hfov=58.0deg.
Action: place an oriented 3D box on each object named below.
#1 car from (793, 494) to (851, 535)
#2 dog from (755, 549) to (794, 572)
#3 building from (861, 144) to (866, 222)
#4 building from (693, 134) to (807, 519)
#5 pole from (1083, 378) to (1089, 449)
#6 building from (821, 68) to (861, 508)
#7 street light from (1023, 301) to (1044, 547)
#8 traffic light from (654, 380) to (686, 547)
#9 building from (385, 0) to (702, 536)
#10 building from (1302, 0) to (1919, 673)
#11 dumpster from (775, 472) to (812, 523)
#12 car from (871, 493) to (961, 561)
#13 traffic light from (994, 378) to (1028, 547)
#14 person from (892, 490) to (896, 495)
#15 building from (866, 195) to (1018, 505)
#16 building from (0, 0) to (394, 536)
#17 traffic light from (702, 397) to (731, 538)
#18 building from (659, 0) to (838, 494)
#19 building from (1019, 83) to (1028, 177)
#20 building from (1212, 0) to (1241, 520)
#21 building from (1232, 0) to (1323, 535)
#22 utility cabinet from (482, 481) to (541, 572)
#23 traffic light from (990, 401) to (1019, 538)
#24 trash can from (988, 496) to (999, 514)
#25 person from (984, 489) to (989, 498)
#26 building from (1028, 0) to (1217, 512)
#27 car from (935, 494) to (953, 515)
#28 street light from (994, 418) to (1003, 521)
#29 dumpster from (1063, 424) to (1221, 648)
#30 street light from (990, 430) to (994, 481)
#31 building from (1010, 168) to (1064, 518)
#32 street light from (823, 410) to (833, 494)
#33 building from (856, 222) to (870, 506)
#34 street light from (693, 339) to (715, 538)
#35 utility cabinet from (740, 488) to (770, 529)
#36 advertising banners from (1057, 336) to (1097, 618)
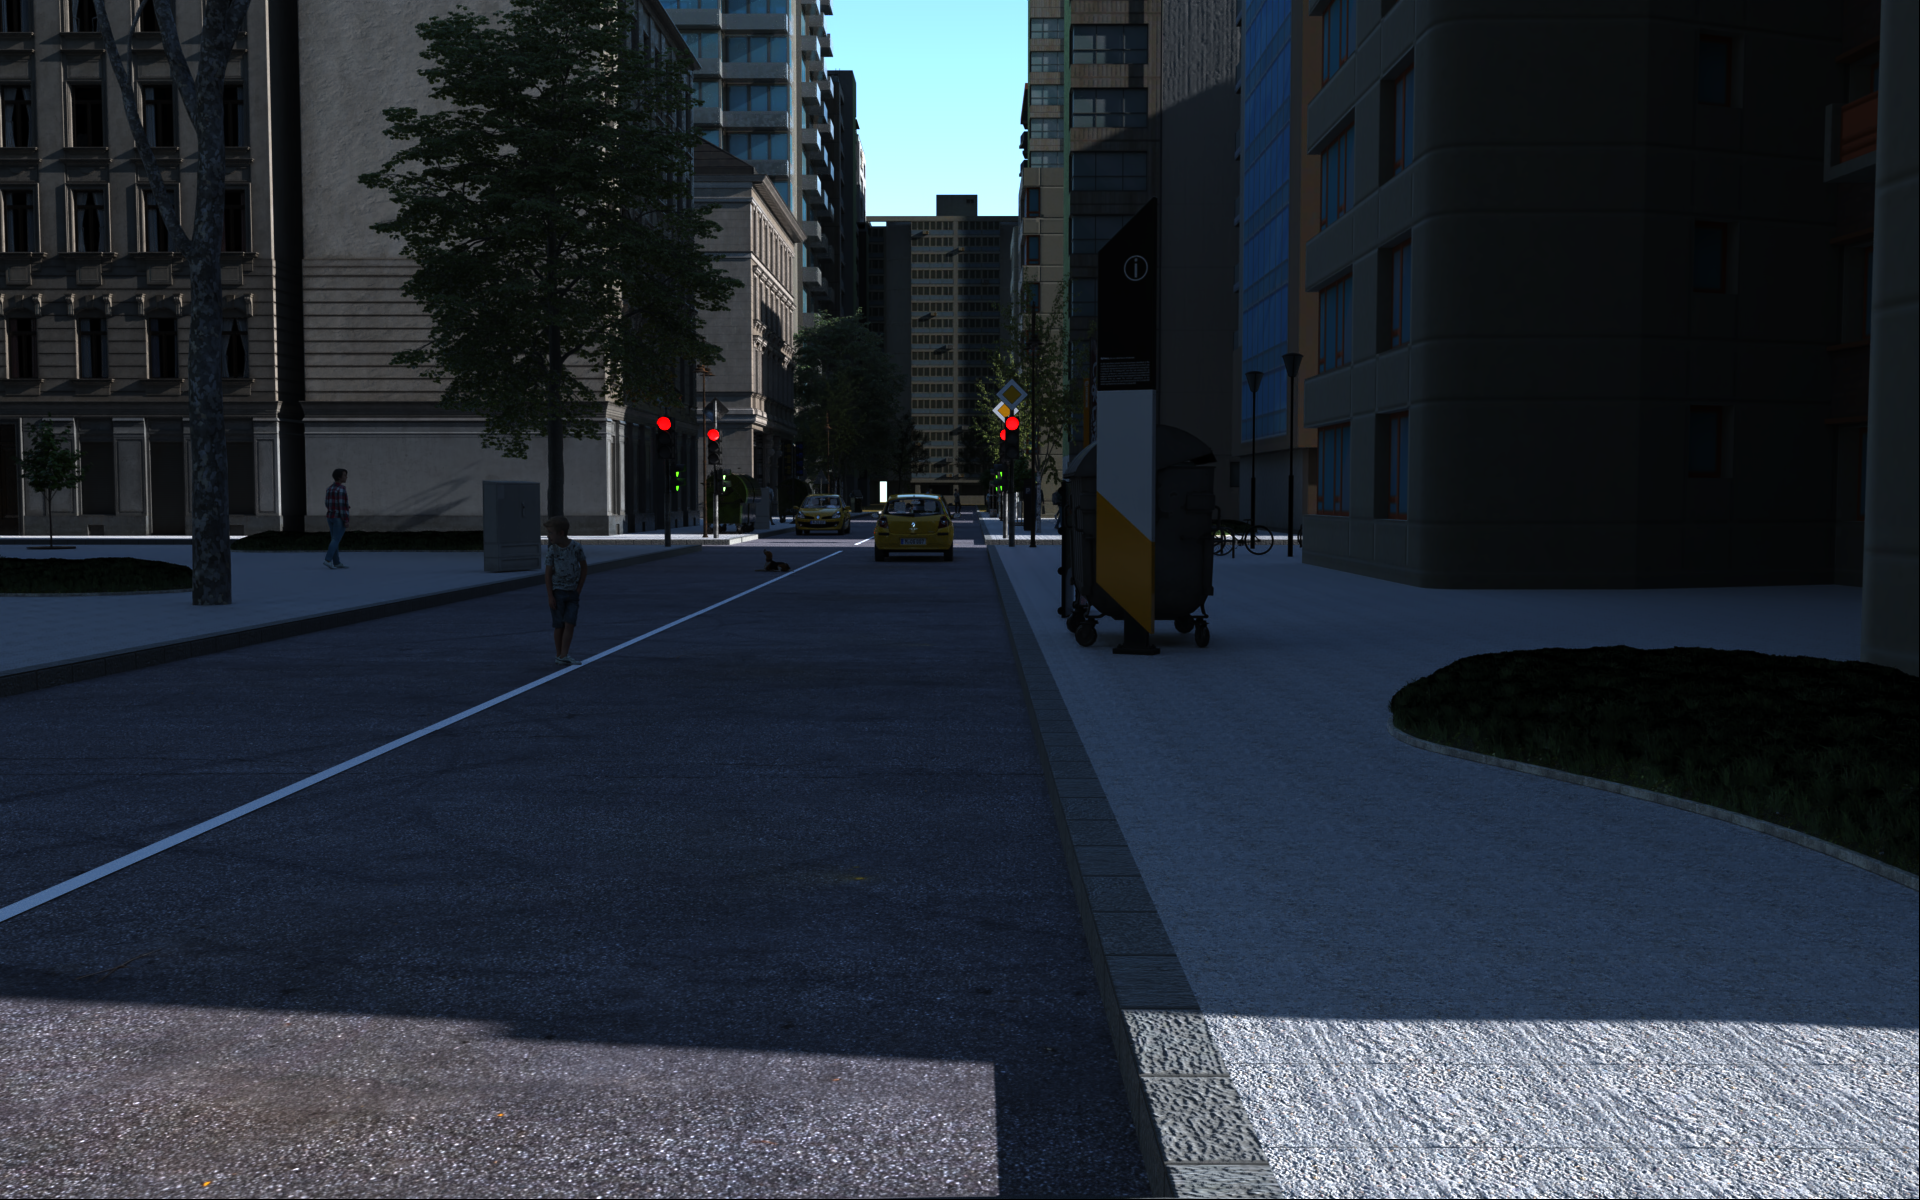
[{"bbox_3d":[-4.866,-3.145,61.642,2.015,1.641,3.980,0,4,1],"label":"car"},{"bbox_3d":[-3.424,-0.724,32.024,0.550,0.427,0.748,-2,4,-31],"label":"dog"},{"bbox_3d":[-17.454,-31.033,190.988,14.086,41.232,14.154,0,4,0],"label":"building"},{"bbox_3d":[-15.162,-14.682,90.957,10.553,20.767,40.483,0,4,0],"label":"building"},{"bbox_3d":[2.281,-2.246,30.571,0.158,3.312,0.155,0,3,0],"label":"pole"},{"bbox_3d":[-17.123,-29.284,162.388,14.154,41.232,14.086,0,4,0],"label":"building"},{"bbox_3d":[1.759,-4.210,41.618,0.468,5.910,1.993,0,4,0],"label":"street light"},{"bbox_3d":[-7.118,-3.257,42.174,0.839,4.253,0.868,0,4,0],"label":"traffic light"},{"bbox_3d":[-15.410,-12.989,61.515,9.793,20.994,18.267,0,4,0],"label":"building"},{"bbox_3d":[20.095,-10.523,17.088,27.650,21.520,28.899,0,4,0],"label":"building"},{"bbox_3d":[-7.430,-4.572,77.252,1.502,2.255,1.985,0,4,0],"label":"dumpster"},{"bbox_3d":[-0.986,-1.718,38.317,2.015,1.641,3.980,0,4,0],"label":"car"},{"bbox_3d":[1.243,-3.255,42.132,0.839,4.253,0.868,0,4,0],"label":"traffic light"},{"bbox_3d":[-7.292,-11.137,188.860,0.721,1.736,1.217,1,4,21],"label":"person"},{"bbox_3d":[-0.458,-32.757,227.458,23.993,40.220,32.217,0,4,0],"label":"building"},{"bbox_3d":[-29.773,-12.732,57.320,18.267,20.994,9.793,0,4,0],"label":"building"},{"bbox_3d":[-7.063,-3.745,50.159,0.839,4.253,0.868,0,4,0],"label":"traffic light"},{"bbox_3d":[-21.914,-31.825,139.953,23.786,49.044,30.456,0,4,0],"label":"building"},{"bbox_3d":[17.445,-32.339,183.369,22.147,44.769,28.867,0,4,0],"label":"building"},{"bbox_3d":[11.520,-24.020,76.329,14.154,41.232,14.086,0,4,0],"label":"building"},{"bbox_3d":[17.404,-24.961,58.224,14.200,45.320,14.600,0,4,0],"label":"building"},{"bbox_3d":[-7.416,-1.227,28.736,0.318,1.500,1.173,1,4,21],"label":"utility cabinet"},{"bbox_3d":[1.298,-3.743,50.117,0.839,4.253,0.868,0,4,0],"label":"traffic light"},{"bbox_3d":[2.097,-5.904,108.180,0.748,1.137,0.748,0,3,0],"label":"trash can"},{"bbox_3d":[2.684,-9.948,169.208,0.721,1.766,1.217,2,4,29],"label":"person"},{"bbox_3d":[12.444,-27.960,140.734,14.154,41.232,14.086,0,4,0],"label":"building"},{"bbox_3d":[-1.306,-3.958,74.507,2.009,1.686,4.222,0,4,-1],"label":"car"},{"bbox_3d":[1.970,-6.697,82.282,0.468,5.910,1.993,0,4,0],"label":"street light"},{"bbox_3d":[1.575,-0.576,15.174,1.264,1.857,1.865,0,4,0],"label":"dumpster"},{"bbox_3d":[2.340,-9.304,124.907,0.468,5.910,1.993,0,4,0],"label":"street light"},{"bbox_3d":[17.237,-15.981,106.329,27.650,21.520,28.899,0,4,0],"label":"building"},{"bbox_3d":[-7.161,-7.424,94.166,0.468,5.910,1.993,0,4,0],"label":"street light"},{"bbox_3d":[-16.657,-24.776,176.784,14.160,30.474,14.107,0,4,0],"label":"building"},{"bbox_3d":[-7.530,-4.785,51.027,0.468,5.910,1.993,0,4,0],"label":"street light"},{"bbox_3d":[-7.485,-3.300,62.636,1.173,1.500,0.318,0,4,-4],"label":"utility cabinet"},{"bbox_3d":[1.312,-1.380,18.750,0.090,3.025,2.074,1,4,15],"label":"advertising banners"}]
